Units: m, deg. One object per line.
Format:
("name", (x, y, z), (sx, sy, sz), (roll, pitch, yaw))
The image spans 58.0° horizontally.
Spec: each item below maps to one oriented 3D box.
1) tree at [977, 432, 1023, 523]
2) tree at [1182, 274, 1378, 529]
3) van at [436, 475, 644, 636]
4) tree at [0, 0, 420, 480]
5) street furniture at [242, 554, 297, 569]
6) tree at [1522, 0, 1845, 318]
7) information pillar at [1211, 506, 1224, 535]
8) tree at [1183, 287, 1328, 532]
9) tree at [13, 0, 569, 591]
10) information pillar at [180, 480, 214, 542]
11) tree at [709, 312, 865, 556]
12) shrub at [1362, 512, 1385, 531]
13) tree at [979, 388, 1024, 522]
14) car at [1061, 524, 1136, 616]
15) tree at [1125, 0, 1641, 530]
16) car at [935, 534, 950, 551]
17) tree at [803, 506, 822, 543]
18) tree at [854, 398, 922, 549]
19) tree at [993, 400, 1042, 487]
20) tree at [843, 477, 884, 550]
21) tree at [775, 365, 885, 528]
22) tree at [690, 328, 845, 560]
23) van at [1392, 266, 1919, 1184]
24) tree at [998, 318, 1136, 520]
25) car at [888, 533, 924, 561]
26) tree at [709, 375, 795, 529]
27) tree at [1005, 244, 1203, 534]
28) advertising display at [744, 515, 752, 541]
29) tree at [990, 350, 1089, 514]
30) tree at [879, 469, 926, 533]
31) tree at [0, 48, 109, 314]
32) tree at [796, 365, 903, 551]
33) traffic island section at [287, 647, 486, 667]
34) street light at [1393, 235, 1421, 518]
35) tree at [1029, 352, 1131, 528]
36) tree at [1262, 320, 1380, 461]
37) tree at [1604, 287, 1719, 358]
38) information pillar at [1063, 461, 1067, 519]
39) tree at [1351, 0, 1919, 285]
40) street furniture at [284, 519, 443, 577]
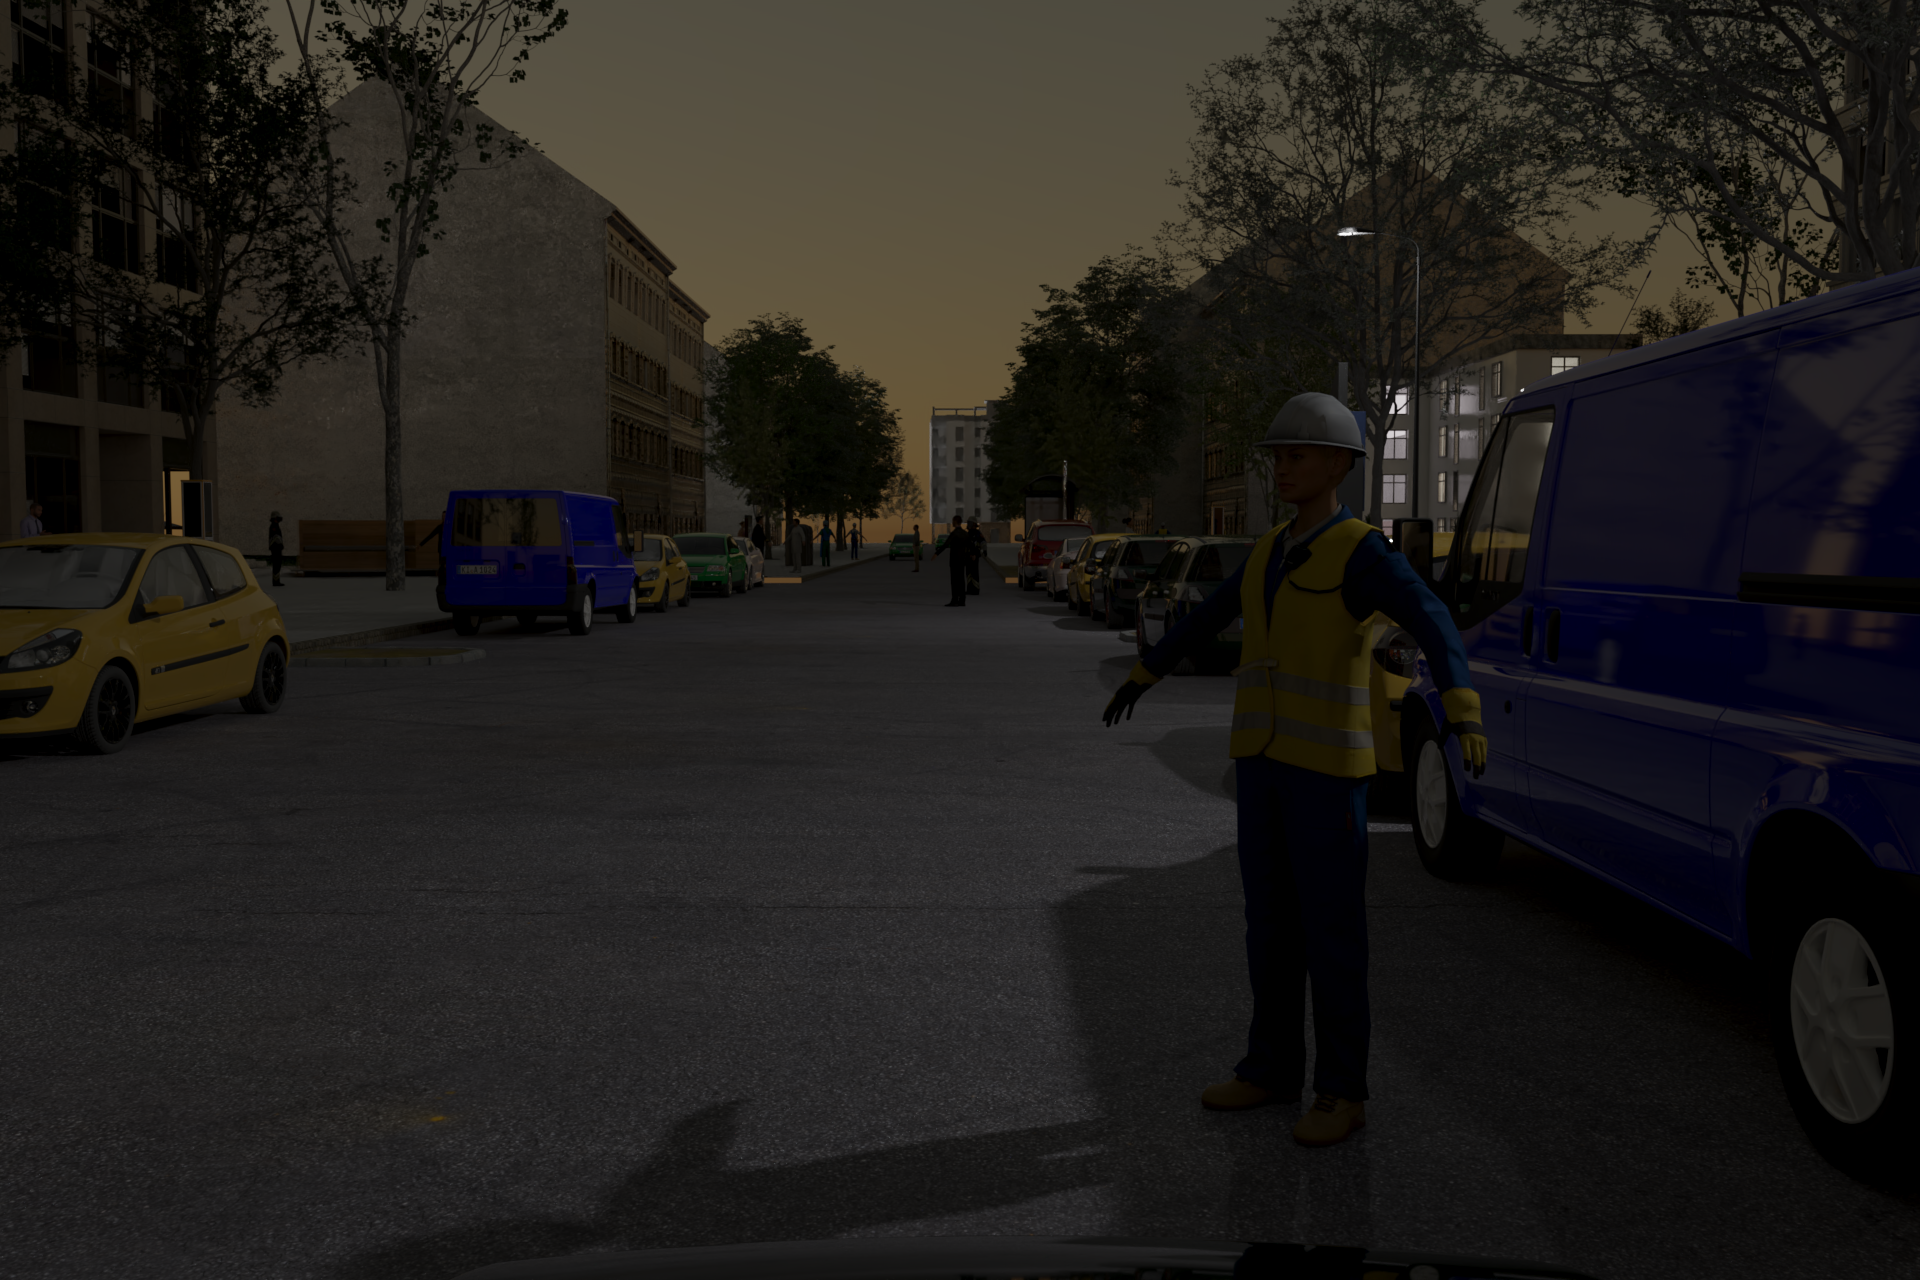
("tree", (6.413, -15.180, 154.848), (9.857, 13.997, 8.962), (0, 3, 0))
("tree", (12.539, -8.686, 67.777), (9.928, 11.665, 9.643), (0, 3, 0))
("van", (-6.182, -1.330, 26.125), (2.240, 2.365, 5.245), (0, 3, 0))
("tree", (-12.892, -5.754, 28.491), (8.767, 10.594, 7.601), (1, 4, 13))
("street furniture", (-27.955, -3.091, 66.162), (5.734, 0.657, 10.072), (1, 4, 12))
("tree", (23.934, -12.075, 53.316), (12.611, 20.169, 13.585), (0, 3, 0))
("information pillar", (6.804, -2.525, 45.774), (0.304, 2.012, 0.304), (0, 3, 0))
("tree", (8.773, -6.080, 49.770), (4.737, 8.622, 4.395), (0, 3, 0))
("tree", (-14.143, -11.223, 39.394), (12.611, 20.169, 13.585), (0, 3, 0))
("information pillar", (-10.377, -1.169, 23.599), (0.304, 2.012, 0.304), (0, 3, 0))
("tree", (-9.694, -11.766, 99.036), (9.857, 13.997, 8.962), (0, 3, 0))
("shrub", (14.623, -3.557, 62.202), (1.661, 2.075, 1.752), (0, 3, 0))
("tree", (6.176, -14.480, 143.395), (9.857, 13.997, 8.962), (0, 3, 0))
("car", (2.887, -1.309, 31.625), (2.015, 1.641, 3.980), (0, 3, 0))
("tree", (8.800, -7.705, 36.347), (12.009, 13.543, 11.850), (0, 3, 0))
("car", (-1.285, -8.678, 150.686), (1.959, 1.807, 4.718), (0, 4, -1))
("tree", (-19.753, -17.911, 243.205), (4.360, 8.622, 3.978), (0, 3, 0))
("tree", (-8.892, -14.867, 153.437), (12.009, 13.543, 11.850), (0, 3, 0))
("tree", (5.968, -11.637, 116.013), (9.928, 11.665, 9.643), (0, 3, 0))
("tree", (-9.607, -12.626, 140.850), (7.601, 10.594, 8.767), (2, 4, 26))
("tree", (-8.827, -12.068, 115.440), (7.486, 12.596, 7.792), (0, 3, 0))
("tree", (-9.618, -9.852, 86.832), (9.928, 11.665, 9.643), (0, 3, 0))
("van", (2.886, -0.067, 5.477), (2.240, 2.365, 5.245), (0, 4, -1))
("tree", (5.576, -10.615, 91.681), (7.486, 12.596, 7.792), (0, 3, 0))
("car", (-2.952, -5.271, 94.970), (1.959, 1.807, 4.718), (0, 3, 0))
("tree", (-9.348, -7.888, 79.323), (4.737, 8.622, 4.395), (0, 3, 0))
("tree", (6.367, -10.459, 77.664), (9.857, 13.997, 8.962), (0, 3, 0))
("advertising display", (-7.163, -3.270, 58.684), (0.123, 1.923, 0.974), (0, 4, 2))
("tree", (5.485, -11.383, 104.234), (7.486, 12.596, 7.792), (0, 3, 0))
("tree", (-8.120, -19.210, 248.500), (7.601, 10.594, 8.767), (0, 4, 1))
("tree", (-12.227, -5.046, 16.912), (8.767, 10.594, 7.601), (3, 5, 44))
("tree", (-8.882, -13.594, 128.909), (9.857, 13.997, 8.962), (0, 3, 0))
("traffic island section", (-6.521, 0.193, 19.708), (1.991, 0.108, 1.994), (0, 4, 1))
("street light", (7.485, -3.290, 26.334), (1.470, 5.913, 1.316), (0, 3, 0))
("tree", (4.748, -7.289, 69.542), (4.737, 8.622, 4.395), (0, 3, 0))
("tree", (12.193, -6.567, 57.739), (4.737, 8.622, 4.395), (0, 3, 0))
("tree", (27.349, -7.968, 64.691), (8.767, 10.594, 7.601), (1, 4, 13))
("information pillar", (3.356, -3.925, 55.527), (0.183, 3.616, 0.504), (0, 4, 0))
("tree", (9.044, -6.488, 16.455), (12.009, 13.543, 11.850), (0, 3, 0))
("street furniture", (-17.067, -3.002, 55.940), (9.812, 1.723, 11.010), (-1, 4, -23))
